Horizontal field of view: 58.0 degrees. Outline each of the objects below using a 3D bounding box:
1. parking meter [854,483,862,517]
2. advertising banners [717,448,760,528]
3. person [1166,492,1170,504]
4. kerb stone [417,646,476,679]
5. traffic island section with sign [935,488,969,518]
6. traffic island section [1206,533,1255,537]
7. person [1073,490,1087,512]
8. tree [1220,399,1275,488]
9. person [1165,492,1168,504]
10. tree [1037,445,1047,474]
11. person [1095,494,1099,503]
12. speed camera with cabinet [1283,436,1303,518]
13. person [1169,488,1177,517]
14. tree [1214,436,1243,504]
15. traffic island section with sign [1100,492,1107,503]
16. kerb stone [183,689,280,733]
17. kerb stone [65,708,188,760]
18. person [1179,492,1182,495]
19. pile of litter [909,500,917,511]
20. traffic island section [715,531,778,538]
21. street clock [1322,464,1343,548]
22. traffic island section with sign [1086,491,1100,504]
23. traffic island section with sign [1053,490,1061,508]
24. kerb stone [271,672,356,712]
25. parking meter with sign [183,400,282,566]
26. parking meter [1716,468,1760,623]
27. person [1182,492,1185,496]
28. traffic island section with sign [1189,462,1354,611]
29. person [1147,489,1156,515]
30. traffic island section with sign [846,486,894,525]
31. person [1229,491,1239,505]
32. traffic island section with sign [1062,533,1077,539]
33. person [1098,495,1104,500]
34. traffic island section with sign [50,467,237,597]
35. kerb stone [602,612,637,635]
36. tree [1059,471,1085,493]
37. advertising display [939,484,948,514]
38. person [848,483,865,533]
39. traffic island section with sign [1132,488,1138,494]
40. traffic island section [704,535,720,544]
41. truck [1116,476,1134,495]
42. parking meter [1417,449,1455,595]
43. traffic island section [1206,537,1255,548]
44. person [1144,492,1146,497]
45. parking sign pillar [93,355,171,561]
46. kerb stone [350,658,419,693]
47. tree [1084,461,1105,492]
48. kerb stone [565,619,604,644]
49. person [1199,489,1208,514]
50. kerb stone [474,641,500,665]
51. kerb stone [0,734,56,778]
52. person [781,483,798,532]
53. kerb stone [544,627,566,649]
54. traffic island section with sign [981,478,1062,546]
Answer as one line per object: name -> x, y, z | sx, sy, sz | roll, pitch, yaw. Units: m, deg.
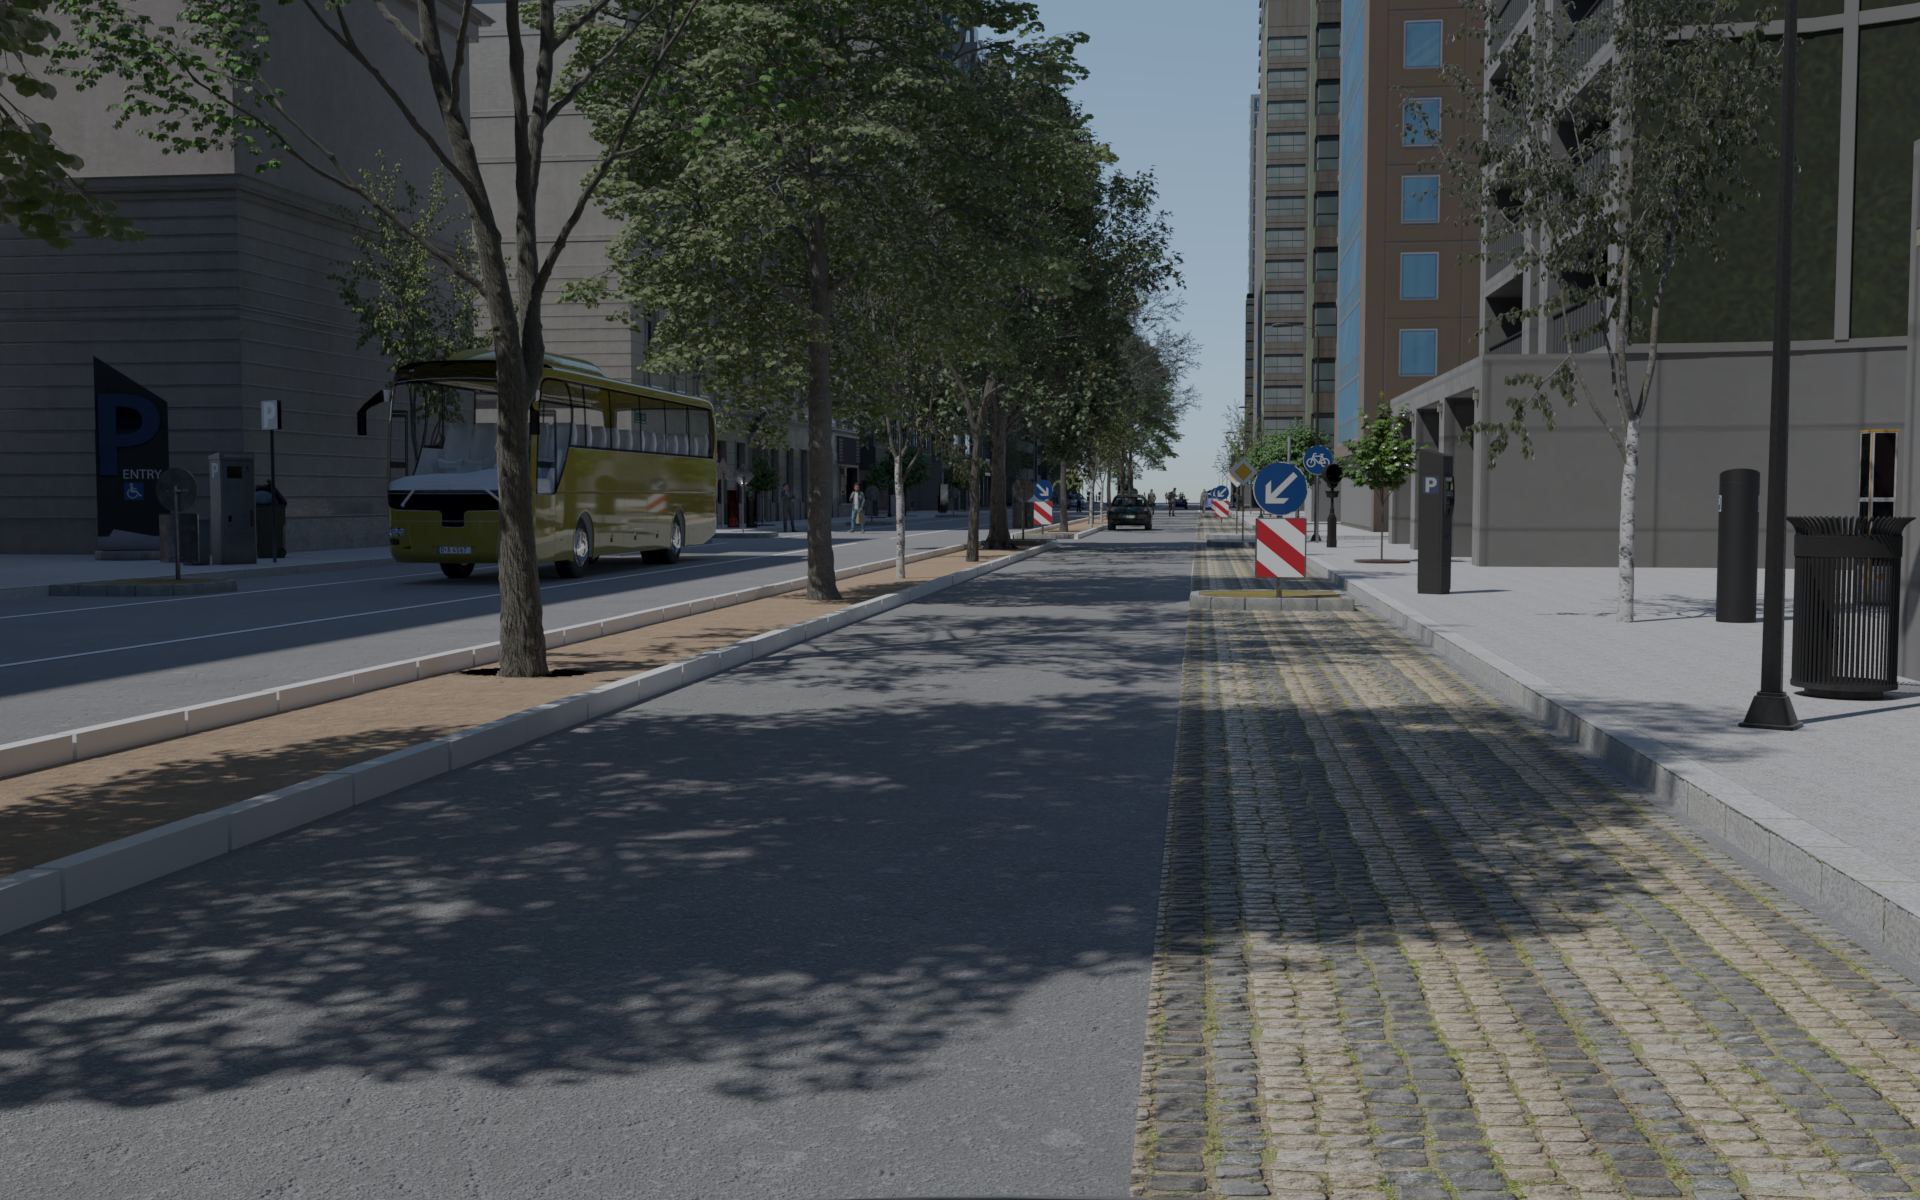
parking meter -> -5.187, -5.045, 88.205 | 0.399, 1.863, 0.255 | -1, 4, -12
advertising banners -> -8.628, -4.272, 66.036 | 2.074, 3.025, 0.090 | 1, 4, 15
person -> 28.840, -14.022, 238.470 | 1.217, 1.736, 0.721 | -3, 5, -41
kerb stone -> -4.158, 0.511, 13.843 | 0.120, 0.150, 1.000 | 0, 4, 8
traffic island section with sign -> -0.406, -6.001, 106.748 | 1.989, 1.847, 2.006 | 0, 4, 8
traffic island section -> 8.859, -2.021, 55.328 | 2.009, 0.180, 2.903 | 0, 4, 8
person -> 9.360, -7.800, 136.015 | 1.348, 1.826, 0.705 | -2, 4, -35
tree -> 21.971, -11.166, 132.925 | 4.737, 8.622, 4.395 | 0, 3, 0
person -> 29.393, -14.489, 245.839 | 0.683, 1.767, 0.568 | 0, 4, 6
tree -> 5.150, -12.849, 160.449 | 4.360, 8.622, 3.978 | 0, 3, 0
person -> 20.125, -14.875, 254.924 | 0.991, 1.433, 0.599 | -3, 4, -36
speed camera with cabinet -> 11.241, -3.935, 58.671 | 0.660, 3.252, 2.038 | 1, 4, 18
person -> 13.606, -6.255, 110.581 | 0.447, 1.846, 0.655 | -3, 4, -38
tree -> 33.860, -16.247, 216.003 | 4.360, 8.622, 3.978 | 0, 3, 0
traffic island section with sign -> 21.452, -15.648, 264.475 | 1.989, 1.847, 2.006 | 0, 4, 8
kerb stone -> -4.576, 0.702, 10.790 | 0.120, 0.150, 1.000 | 0, 4, 8
kerb stone -> -4.717, 0.760, 9.769 | 0.120, 0.150, 1.000 | 0, 4, 8
person -> 30.739, -14.223, 241.767 | 1.217, 1.735, 0.721 | -1, 4, -12
pile of litter -> -3.866, -7.107, 130.169 | 1.176, 0.858, 1.719 | -2, 4, -29
traffic island section -> -7.228, -2.157, 57.554 | 2.009, 0.180, 2.903 | 0, 4, 8
street clock -> 8.905, -2.255, 41.441 | 0.471, 2.002, 0.358 | -1, 4, -13
traffic island section with sign -> 17.751, -14.015, 237.774 | 1.989, 1.847, 2.006 | 0, 4, 8
traffic island section with sign -> 10.214, -10.688, 183.372 | 1.989, 1.847, 2.006 | 0, 4, 8
kerb stone -> -4.434, 0.635, 11.808 | 0.120, 0.150, 1.000 | 0, 4, 8
parking meter with sign -> -13.311, -2.163, 31.632 | 0.543, 3.016, 1.738 | 3, 4, 38
parking meter -> 7.781, -0.545, 17.325 | 0.372, 1.533, 0.369 | 0, 3, 0
person -> 32.717, -15.032, 255.096 | 0.721, 1.723, 1.217 | -3, 5, -44
traffic island section with sign -> 3.937, -0.822, 22.067 | 1.989, 1.847, 2.006 | 0, 4, 8
person -> 12.988, -6.668, 117.918 | 0.661, 1.777, 0.834 | -1, 4, -23
traffic island section with sign -> -4.110, -4.368, 80.048 | 1.989, 1.847, 2.006 | 0, 4, 8
person -> 33.133, -12.239, 208.612 | 1.348, 1.823, 0.705 | 1, 4, 11
traffic island section with sign -> 2.729, -2.917, 55.832 | 2.006, 1.907, 1.989 | 0, 4, 8
person -> 16.420, -11.784, 201.150 | 0.705, 1.826, 1.348 | 2, 4, 25
traffic island section with sign -> -11.708, -1.012, 25.177 | 1.989, 1.847, 2.006 | 0, 4, 8
kerb stone -> -3.581, 0.263, 17.900 | 0.120, 0.150, 1.000 | 0, 4, 8
tree -> 15.059, -15.240, 232.892 | 4.285, 4.588, 4.351 | 0, 3, 0
advertising display -> -1.077, -6.650, 113.934 | 0.123, 1.923, 0.974 | 2, 4, 31
person -> -3.681, -3.316, 62.709 | 0.794, 1.824, 0.713 | 3, 5, 41
traffic island section with sign -> 13.037, -7.470, 130.263 | 2.006, 1.907, 1.989 | 0, 4, 8
traffic island section -> -8.324, -1.674, 49.645 | 2.009, 0.180, 2.903 | 0, 4, 8
truck -> 26.326, -17.564, 276.089 | 2.839, 4.237, 11.283 | 0, 4, 6
parking meter -> 6.101, -1.008, 22.197 | 0.399, 1.863, 0.255 | 3, 5, 43
traffic island section -> 7.763, -1.537, 47.418 | 2.009, 0.180, 2.903 | 0, 4, 8
person -> 28.677, -15.839, 268.193 | 0.721, 1.735, 1.217 | 0, 4, -7
parking sign pillar -> -16.192, -2.779, 33.902 | 1.447, 3.967, 1.447 | -2, 4, -24
kerb stone -> -4.306, 0.573, 12.830 | 0.120, 0.150, 1.000 | 0, 4, 8
tree -> 21.547, -20.112, 279.200 | 4.360, 8.622, 3.978 | 0, 3, 0
kerb stone -> -3.727, 0.326, 16.888 | 0.120, 0.150, 1.000 | 0, 4, 8
person -> 17.803, -7.217, 126.596 | 0.694, 1.812, 0.767 | 2, 4, 25
kerb stone -> -4.009, 0.451, 14.855 | 0.120, 0.150, 1.000 | 0, 4, 8
kerb stone -> -4.864, 0.824, 8.758 | 0.120, 0.150, 1.000 | 0, 4, 8
person -> -6.427, -3.479, 65.184 | 0.655, 1.846, 0.447 | -1, 4, -23
kerb stone -> -3.871, 0.387, 15.868 | 0.120, 0.150, 1.000 | 0, 4, 8
traffic island section with sign -> 1.702, -2.468, 48.496 | 2.006, 1.907, 1.989 | 0, 4, 8
